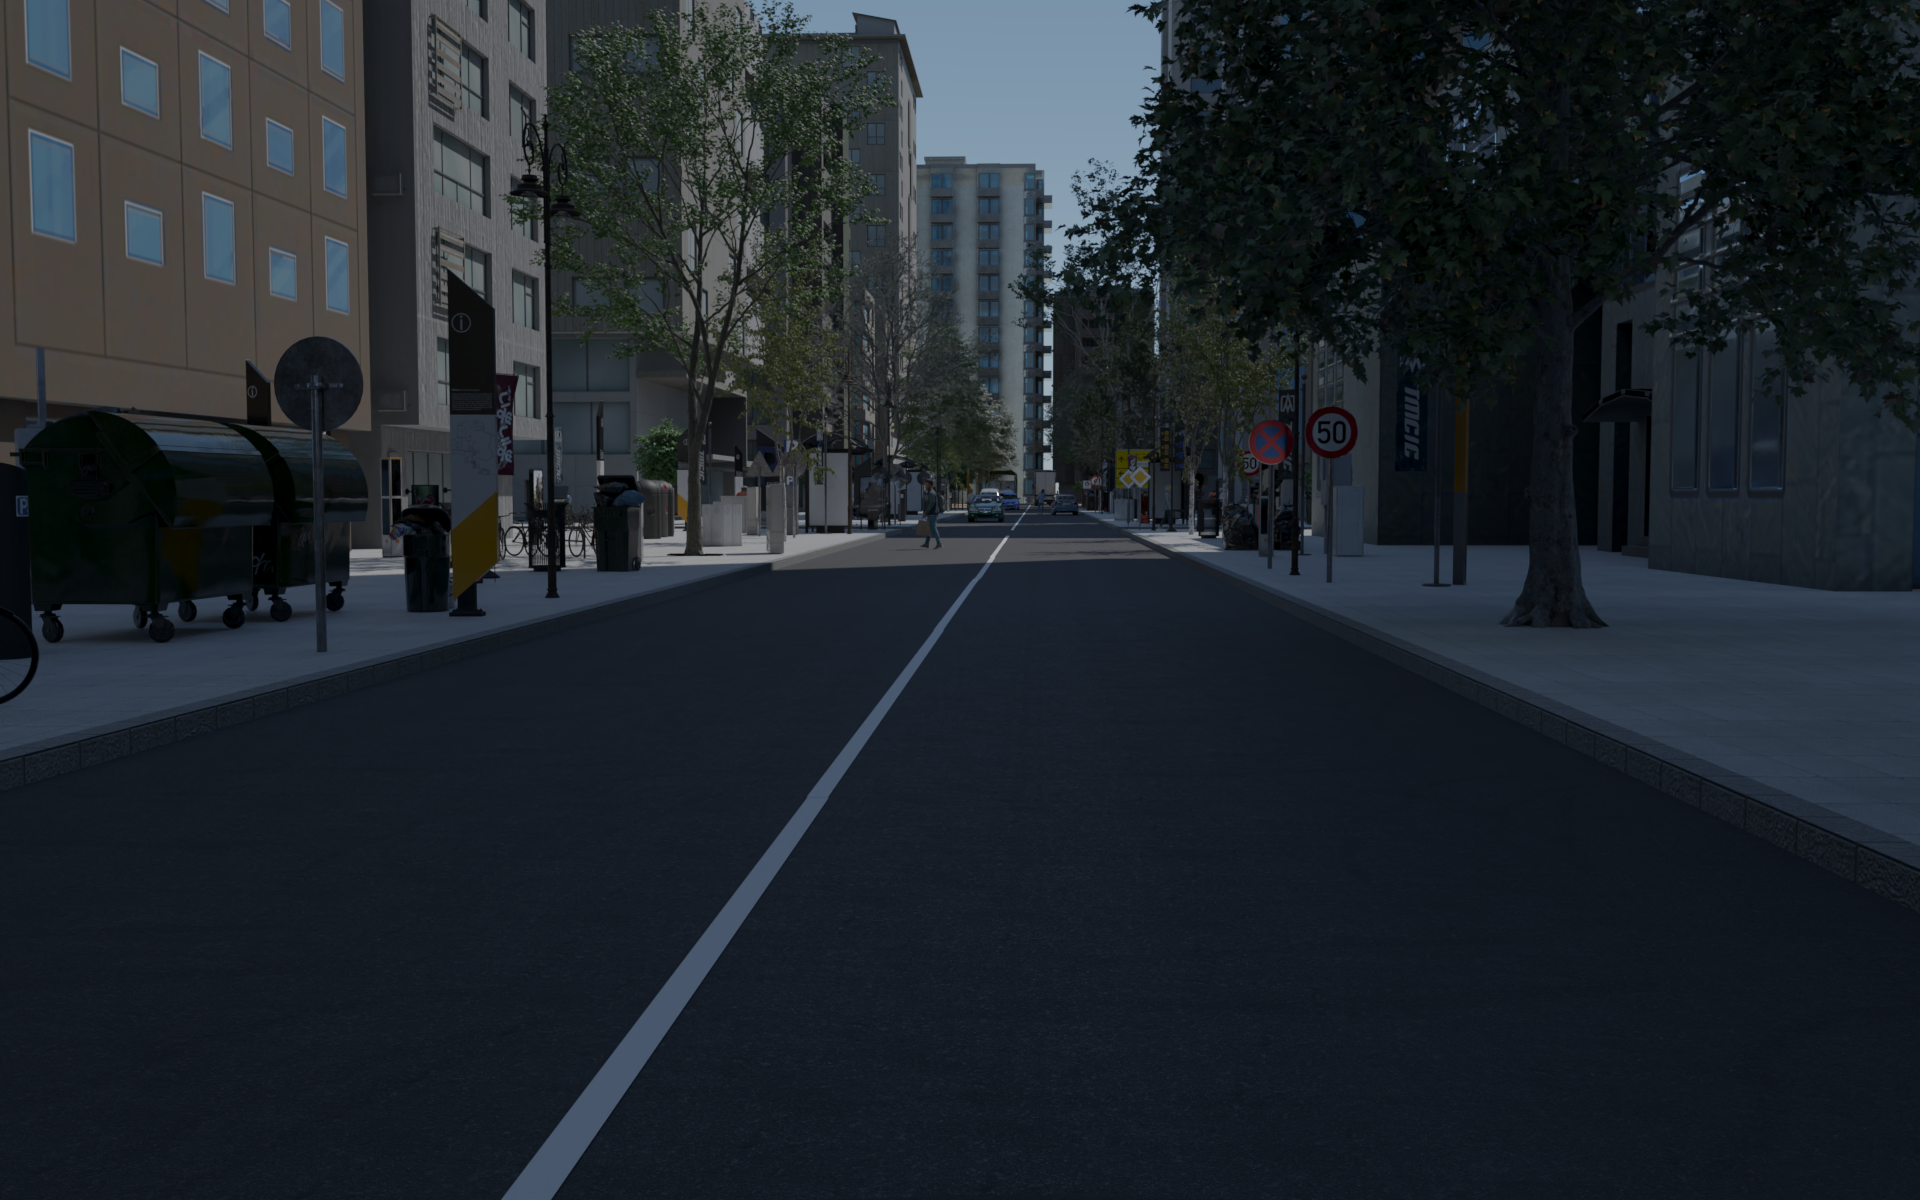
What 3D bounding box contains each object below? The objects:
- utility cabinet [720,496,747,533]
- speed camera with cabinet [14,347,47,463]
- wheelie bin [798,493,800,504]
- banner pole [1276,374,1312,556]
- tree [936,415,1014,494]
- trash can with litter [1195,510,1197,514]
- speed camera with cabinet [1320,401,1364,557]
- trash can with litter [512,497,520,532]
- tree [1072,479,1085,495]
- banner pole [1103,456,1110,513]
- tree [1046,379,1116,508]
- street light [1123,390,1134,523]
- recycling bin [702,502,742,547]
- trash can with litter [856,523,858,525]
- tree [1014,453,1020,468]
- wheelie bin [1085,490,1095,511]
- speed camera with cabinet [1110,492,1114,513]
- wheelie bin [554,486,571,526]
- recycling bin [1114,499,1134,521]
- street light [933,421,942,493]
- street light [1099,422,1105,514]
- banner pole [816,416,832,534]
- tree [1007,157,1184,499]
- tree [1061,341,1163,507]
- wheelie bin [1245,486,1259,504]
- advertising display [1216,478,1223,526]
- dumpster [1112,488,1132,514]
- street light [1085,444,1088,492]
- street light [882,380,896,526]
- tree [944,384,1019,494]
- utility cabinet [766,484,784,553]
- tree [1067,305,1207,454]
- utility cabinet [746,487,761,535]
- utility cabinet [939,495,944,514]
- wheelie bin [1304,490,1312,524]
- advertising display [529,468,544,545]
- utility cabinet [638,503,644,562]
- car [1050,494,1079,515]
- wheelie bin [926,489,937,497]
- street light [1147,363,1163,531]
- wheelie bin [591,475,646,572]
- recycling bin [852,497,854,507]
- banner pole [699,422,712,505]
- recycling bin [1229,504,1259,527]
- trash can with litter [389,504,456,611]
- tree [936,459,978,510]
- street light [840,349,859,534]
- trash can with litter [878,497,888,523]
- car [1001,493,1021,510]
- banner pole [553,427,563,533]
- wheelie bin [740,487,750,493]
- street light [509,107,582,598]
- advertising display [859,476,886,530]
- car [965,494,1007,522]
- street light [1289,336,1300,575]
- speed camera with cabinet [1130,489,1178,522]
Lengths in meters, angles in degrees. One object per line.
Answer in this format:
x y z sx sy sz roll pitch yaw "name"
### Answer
-7.348 -2.788 56.743 1.020 1.237 0.306 2 4 31 "utility cabinet"
-12.857 -1.746 22.880 2.038 3.252 0.660 -2 4 -33 "speed camera with cabinet"
-8.658 -4.956 88.936 0.980 1.594 0.693 3 4 37 "wheelie bin"
7.009 -2.835 36.372 0.401 3.779 0.863 -3 5 -45 "banner pole"
0.728 -14.906 178.118 7.601 10.594 8.767 1 4 12 "tree"
14.738 -6.269 113.563 2.233 1.210 1.678 0 4 4 "trash can with litter"
8.015 -2.567 36.302 0.660 3.252 2.038 0 4 2 "speed camera with cabinet"
-15.845 -2.880 58.143 2.233 1.210 1.678 0 4 7 "trash can with litter"
15.344 -13.875 221.450 1.663 3.219 1.824 0 3 0 "tree"
9.691 -7.613 114.494 0.863 3.779 0.401 -2 4 -35 "banner pole"
11.337 -14.077 155.918 9.928 11.665 9.643 0 3 0 "tree"
7.537 -6.393 77.314 0.468 5.910 1.993 0 4 3 "street light"
-5.852 -1.838 42.603 0.722 1.027 0.722 3 4 37 "recycling bin"
-5.102 -3.724 71.951 1.678 1.210 2.233 0 4 7 "trash can with litter"
3.387 -17.325 217.667 8.767 10.594 7.601 0 4 2 "tree"
10.014 -7.625 132.569 0.693 1.594 0.980 -2 4 -33 "wheelie bin"
11.046 -7.403 115.379 2.038 3.252 0.660 0 4 -4 "speed camera with cabinet"
-16.235 -3.819 70.342 0.980 1.594 0.693 0 4 1 "wheelie bin"
7.993 -4.389 84.309 0.722 1.027 0.722 3 5 39 "recycling bin"
-1.344 -8.005 103.673 0.468 5.910 1.993 0 4 3 "street light"
9.099 -8.446 110.880 0.468 5.910 1.993 0 4 3 "street light"
-4.440 -4.026 55.839 0.401 3.779 0.863 -2 4 -32 "banner pole"
8.049 -14.963 100.542 12.611 20.169 13.585 0 3 0 "tree"
11.229 -13.819 136.303 12.009 13.543 11.850 0 3 0 "tree"
11.972 -3.777 69.655 0.980 1.594 0.693 -1 4 -11 "wheelie bin"
10.534 -3.958 69.932 0.123 1.923 0.974 2 4 26 "advertising display"
10.566 -6.533 112.575 1.264 1.857 1.865 0 4 2 "dumpster"
10.624 -10.488 144.259 0.468 5.910 1.993 0 4 3 "street light"
-2.875 -5.964 70.295 0.468 5.910 1.993 0 4 3 "street light"
2.295 -17.512 192.974 9.857 13.997 8.962 0 3 0 "tree"
-4.003 -1.754 37.357 0.318 1.500 1.173 -1 4 -10 "utility cabinet"
8.755 -9.278 86.100 7.601 10.594 8.767 -2 4 -25 "tree"
-6.481 -2.793 54.337 0.318 1.500 1.173 0 4 1 "utility cabinet"
-1.374 -6.281 113.863 0.306 1.237 1.020 1 4 18 "utility cabinet"
15.261 -4.087 74.735 0.980 1.594 0.693 1 4 9 "wheelie bin"
-10.682 -2.353 43.687 0.123 1.923 0.974 0 4 0 "advertising display"
-6.209 -1.344 33.129 0.306 1.237 1.020 0 4 -8 "utility cabinet"
7.144 -6.498 118.247 2.014 1.417 4.499 0 4 1 "car"
-1.865 -6.570 115.320 0.980 1.594 0.693 -3 5 -45 "wheelie bin"
6.799 -5.371 60.611 0.468 5.910 1.993 0 4 3 "street light"
-5.680 -1.275 28.758 0.980 1.594 0.693 1 4 10 "wheelie bin"
-8.207 -7.450 134.359 0.722 1.027 0.722 2 4 26 "recycling bin"
-8.905 -4.313 60.533 0.863 3.779 0.401 2 4 33 "banner pole"
7.302 -1.920 43.939 0.722 1.027 0.722 3 5 39 "recycling bin"
-5.904 -0.475 19.147 0.624 1.170 1.055 -1 4 -8 "trash can with litter"
-0.084 -10.232 151.009 4.285 4.588 4.351 0 3 0 "tree"
-3.534 -5.040 55.184 0.468 5.910 1.993 0 4 3 "street light"
-3.587 -4.033 77.333 1.055 1.170 0.624 0 4 3 "trash can with litter"
4.554 -9.037 157.349 1.945 1.707 3.694 0 4 1 "car"
-13.287 -4.095 56.970 0.401 3.779 0.863 -3 5 -45 "banner pole"
-9.859 -4.452 80.697 0.980 1.594 0.693 1 4 11 "wheelie bin"
-5.037 -2.963 21.226 0.468 5.910 1.993 0 4 3 "street light"
-3.138 -3.491 62.288 0.974 1.923 0.123 0 4 2 "advertising display"
1.368 -4.771 89.800 2.131 1.459 4.920 0 4 3 "car"
5.297 -3.330 27.231 0.468 5.910 1.993 0 4 3 "street light"
9.054 -5.244 80.078 2.038 3.252 0.660 0 4 -3 "speed camera with cabinet"
